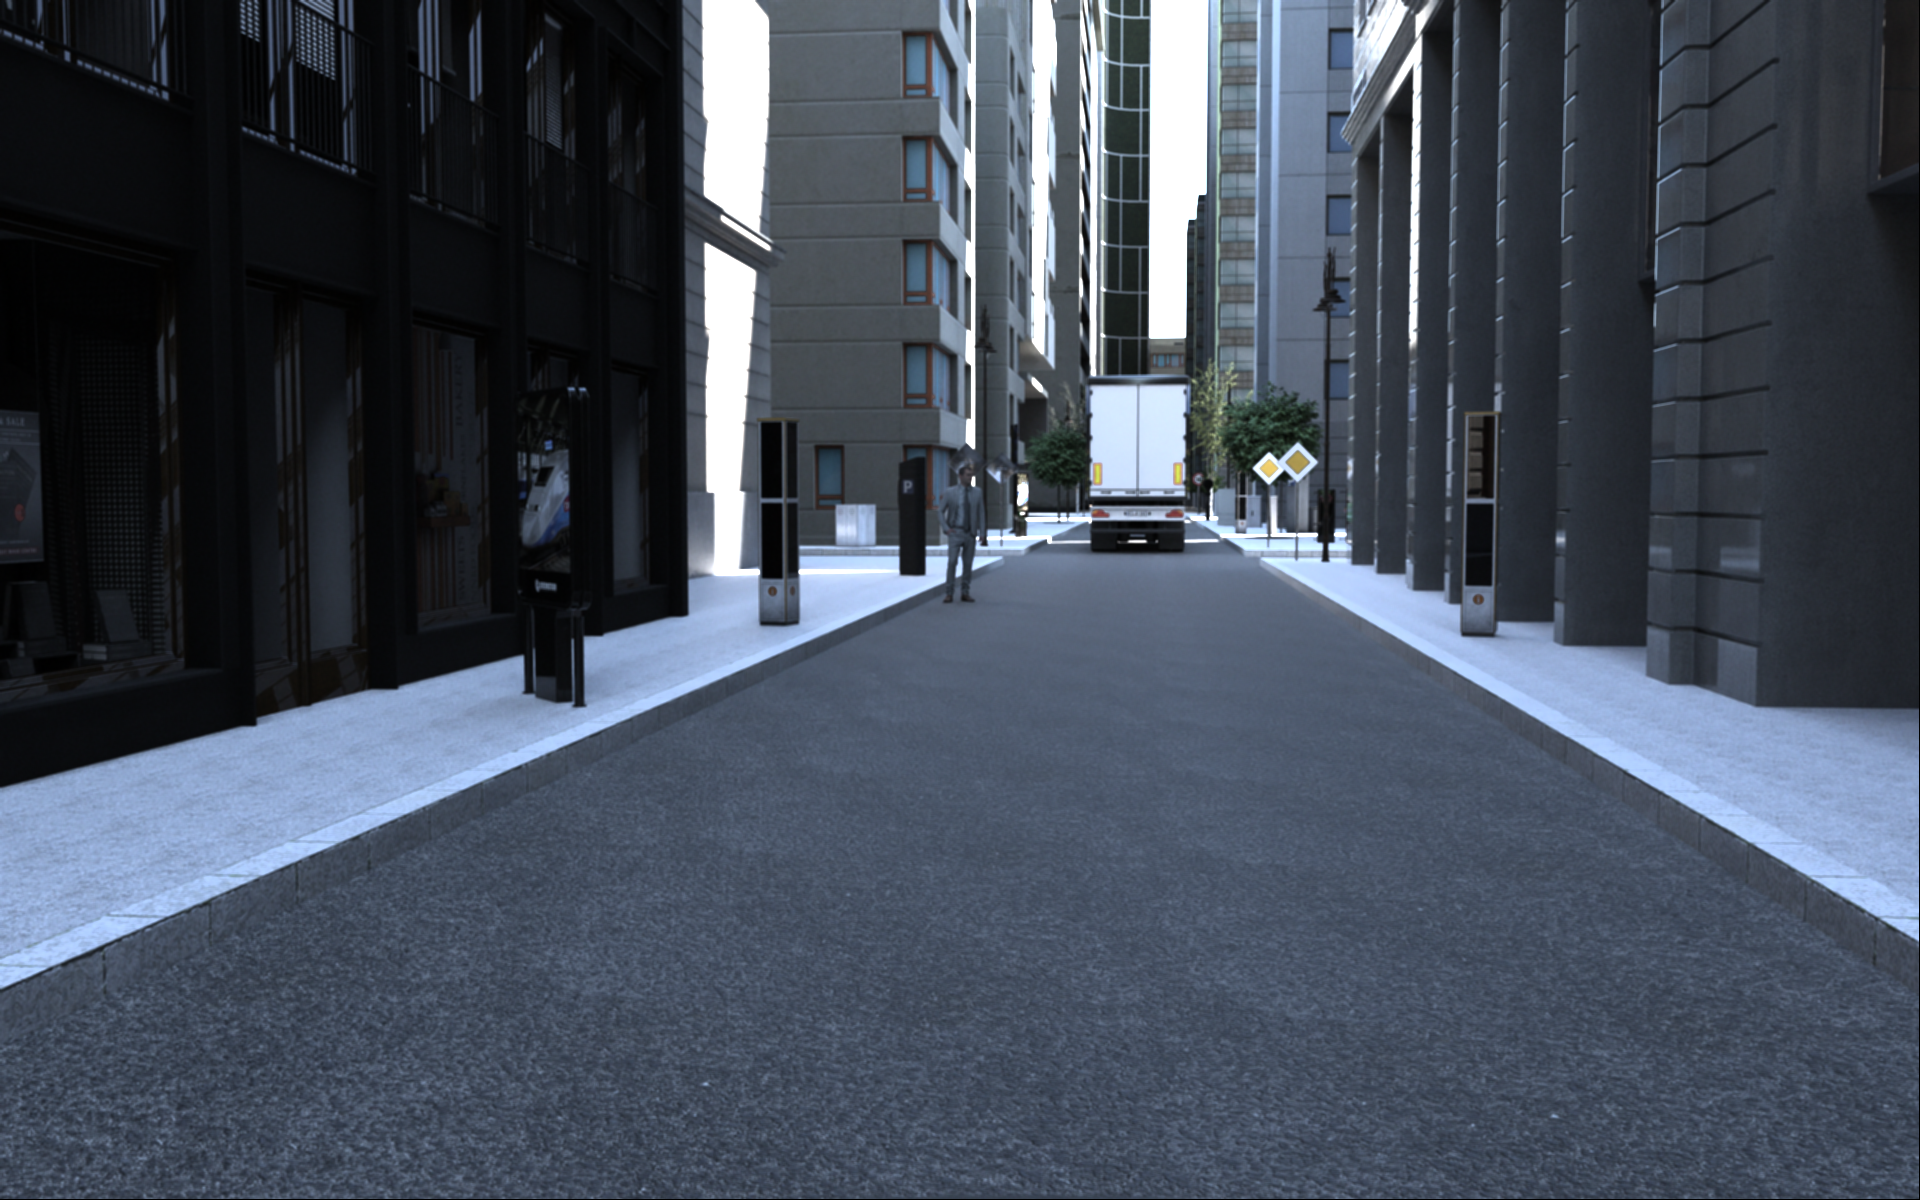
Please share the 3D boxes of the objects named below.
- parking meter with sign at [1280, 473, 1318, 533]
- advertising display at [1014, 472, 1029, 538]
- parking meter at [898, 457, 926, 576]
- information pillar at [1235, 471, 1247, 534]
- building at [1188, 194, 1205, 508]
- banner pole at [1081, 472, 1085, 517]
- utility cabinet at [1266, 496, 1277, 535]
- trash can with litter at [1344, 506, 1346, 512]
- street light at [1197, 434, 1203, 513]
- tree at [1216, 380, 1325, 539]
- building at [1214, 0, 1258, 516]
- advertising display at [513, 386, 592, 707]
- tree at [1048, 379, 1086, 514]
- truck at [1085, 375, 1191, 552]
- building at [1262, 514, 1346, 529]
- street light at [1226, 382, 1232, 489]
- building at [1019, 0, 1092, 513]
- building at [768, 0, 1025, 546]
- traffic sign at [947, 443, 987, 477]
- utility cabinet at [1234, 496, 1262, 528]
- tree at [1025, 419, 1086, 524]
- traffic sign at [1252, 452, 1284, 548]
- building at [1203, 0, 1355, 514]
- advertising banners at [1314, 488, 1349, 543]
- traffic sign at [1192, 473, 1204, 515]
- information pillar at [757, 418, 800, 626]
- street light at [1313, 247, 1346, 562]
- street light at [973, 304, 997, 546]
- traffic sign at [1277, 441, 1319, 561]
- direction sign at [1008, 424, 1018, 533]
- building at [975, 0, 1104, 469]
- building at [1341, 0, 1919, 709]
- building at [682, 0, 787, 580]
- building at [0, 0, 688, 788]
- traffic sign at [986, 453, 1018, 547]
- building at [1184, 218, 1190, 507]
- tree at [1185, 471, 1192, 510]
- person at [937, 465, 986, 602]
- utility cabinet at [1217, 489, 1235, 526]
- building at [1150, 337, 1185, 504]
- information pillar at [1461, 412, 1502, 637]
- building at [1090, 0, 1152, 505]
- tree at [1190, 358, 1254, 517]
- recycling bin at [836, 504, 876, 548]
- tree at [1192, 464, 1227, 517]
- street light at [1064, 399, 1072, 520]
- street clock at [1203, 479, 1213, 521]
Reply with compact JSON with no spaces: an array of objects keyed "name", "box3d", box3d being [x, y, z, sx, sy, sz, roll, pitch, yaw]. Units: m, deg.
[{"name":"parking meter with sign","box3d":[11.111,-3.704,56.825,1.738,3.016,0.543,-3,4,-38]},{"name":"advertising display","box3d":[1.791,-2.787,50.782,0.123,1.923,0.974,1,4,21]},{"name":"parking meter","box3d":[-0.760,-1.325,27.381,0.399,1.863,0.255,2,4,34]},{"name":"information pillar","box3d":[9.039,-3.132,55.698,0.304,2.012,0.304,-1,4,-9]},{"name":"building","box3d":[29.756,-24.241,168.047,14.160,30.474,14.107,0,4,6]},{"name":"banner pole","box3d":[6.818,-6.495,96.213,0.401,3.779,0.863,-1,4,-12]},{"name":"utility cabinet","box3d":[9.834,-2.662,54.687,0.306,1.237,1.020,0,4,8]},{"name":"trash can with litter","box3d":[10.778,-2.179,47.019,0.624,1.170,1.055,1,4,18]},{"name":"street light","box3d":[15.901,-8.681,114.726,0.468,5.910,1.993,0,4,6]},{"name":"tree","box3d":[9.031,-4.065,50.180,4.285,4.588,4.351,0,3,0]},{"name":"building","box3d":[22.937,-25.919,107.369,14.154,41.232,14.086,0,4,6]},{"name":"advertising display","box3d":[-2.534,-0.338,10.748,0.123,1.923,0.974,-2,4,-34]},{"name":"tree","box3d":[7.286,-9.785,110.350,4.360,8.622,3.978,0,3,0]},{"name":"truck","box3d":[4.783,-3.519,46.445,2.839,4.237,11.283,0,4,6]},{"name":"building","box3d":[23.661,-32.626,75.441,21.231,58.520,28.212,0,4,6]},{"name":"street light","box3d":[11.141,-6.058,71.832,0.468,5.910,1.993,0,4,6]},{"name":"building","box3d":[-1.343,-30.835,127.859,21.300,48.544,21.600,0,4,6]},{"name":"building","box3d":[-12.665,-13.015,57.834,27.650,21.520,28.899,0,4,6]},{"name":"traffic sign","box3d":[0.134,-1.844,33.792,0.795,2.450,0.064,0,4,6]},{"name":"utility cabinet","box3d":[11.005,-3.361,66.117,1.020,1.237,0.306,1,4,22]},{"name":"tree","box3d":[4.433,-5.643,75.979,4.285,4.588,4.351,0,3,0]},{"name":"traffic sign","box3d":[7.309,-2.286,41.020,0.795,2.450,0.064,0,4,6]},{"name":"building","box3d":[31.260,-36.929,145.780,21.231,58.520,28.212,0,4,6]},{"name":"advertising banners","box3d":[10.296,-2.996,45.170,2.074,3.025,0.090,1,4,19]},{"name":"traffic sign","box3d":[14.276,-6.334,103.671,0.768,2.556,0.104,1,4,15]},{"name":"information pillar","box3d":[-1.771,-0.762,16.943,0.304,2.012,0.304,1,4,21]},{"name":"street light","box3d":[6.923,-3.660,32.627,0.468,5.910,1.993,0,4,6]},{"name":"street light","box3d":[0.614,-4.256,42.366,0.468,5.910,1.993,0,4,6]},{"name":"traffic sign","box3d":[6.438,-1.801,33.082,0.795,2.450,0.064,0,4,6]},{"name":"direction sign","box3d":[1.767,-3.946,56.517,0.379,3.537,0.876,-1,4,-11]},{"name":"building","box3d":[0.560,-36.014,178.061,27.495,52.752,28.713,0,4,6]},{"name":"building","box3d":[10.928,-14.593,16.093,11.434,29.767,29.804,0,4,6]},{"name":"building","box3d":[-15.116,-14.621,26.445,23.554,28.519,14.401,0,4,6]},{"name":"building","box3d":[-9.845,-11.055,10.422,12.332,23.373,15.834,0,4,6]},{"name":"traffic sign","box3d":[1.005,-2.329,41.729,0.795,2.450,0.064,0,4,6]},{"name":"building","box3d":[30.713,-25.122,182.445,14.160,30.474,14.107,0,4,6]},{"name":"tree","box3d":[17.972,-8.153,127.900,1.663,3.219,1.824,0,3,0]},{"name":"person","box3d":[0.028,-0.885,23.070,0.635,1.810,0.391,-1,4,-22]},{"name":"utility cabinet","box3d":[10.822,-3.708,69.312,0.318,1.500,1.173,-3,4,-36]},{"name":"building","box3d":[37.849,-22.498,212.882,28.899,21.520,27.650,0,4,6]},{"name":"information pillar","box3d":[4.704,-0.681,15.634,0.304,2.012,0.304,1,4,21]},{"name":"building","box3d":[12.771,-47.187,209.760,20.611,71.187,20.563,0,4,6]},{"name":"tree","box3d":[13.985,-8.829,94.718,4.737,8.622,4.395,0,3,0]},{"name":"recycling bin","box3d":[-2.525,-1.797,41.931,0.722,1.027,0.722,2,4,34]},{"name":"tree","box3d":[14.334,-6.365,98.672,1.663,3.219,1.824,0,3,0]},{"name":"street light","box3d":[5.282,-6.843,84.666,0.468,5.910,1.993,0,4,6]},{"name":"street clock","box3d":[12.024,-4.857,83.984,0.471,2.002,0.358,0,4,-5]}]
